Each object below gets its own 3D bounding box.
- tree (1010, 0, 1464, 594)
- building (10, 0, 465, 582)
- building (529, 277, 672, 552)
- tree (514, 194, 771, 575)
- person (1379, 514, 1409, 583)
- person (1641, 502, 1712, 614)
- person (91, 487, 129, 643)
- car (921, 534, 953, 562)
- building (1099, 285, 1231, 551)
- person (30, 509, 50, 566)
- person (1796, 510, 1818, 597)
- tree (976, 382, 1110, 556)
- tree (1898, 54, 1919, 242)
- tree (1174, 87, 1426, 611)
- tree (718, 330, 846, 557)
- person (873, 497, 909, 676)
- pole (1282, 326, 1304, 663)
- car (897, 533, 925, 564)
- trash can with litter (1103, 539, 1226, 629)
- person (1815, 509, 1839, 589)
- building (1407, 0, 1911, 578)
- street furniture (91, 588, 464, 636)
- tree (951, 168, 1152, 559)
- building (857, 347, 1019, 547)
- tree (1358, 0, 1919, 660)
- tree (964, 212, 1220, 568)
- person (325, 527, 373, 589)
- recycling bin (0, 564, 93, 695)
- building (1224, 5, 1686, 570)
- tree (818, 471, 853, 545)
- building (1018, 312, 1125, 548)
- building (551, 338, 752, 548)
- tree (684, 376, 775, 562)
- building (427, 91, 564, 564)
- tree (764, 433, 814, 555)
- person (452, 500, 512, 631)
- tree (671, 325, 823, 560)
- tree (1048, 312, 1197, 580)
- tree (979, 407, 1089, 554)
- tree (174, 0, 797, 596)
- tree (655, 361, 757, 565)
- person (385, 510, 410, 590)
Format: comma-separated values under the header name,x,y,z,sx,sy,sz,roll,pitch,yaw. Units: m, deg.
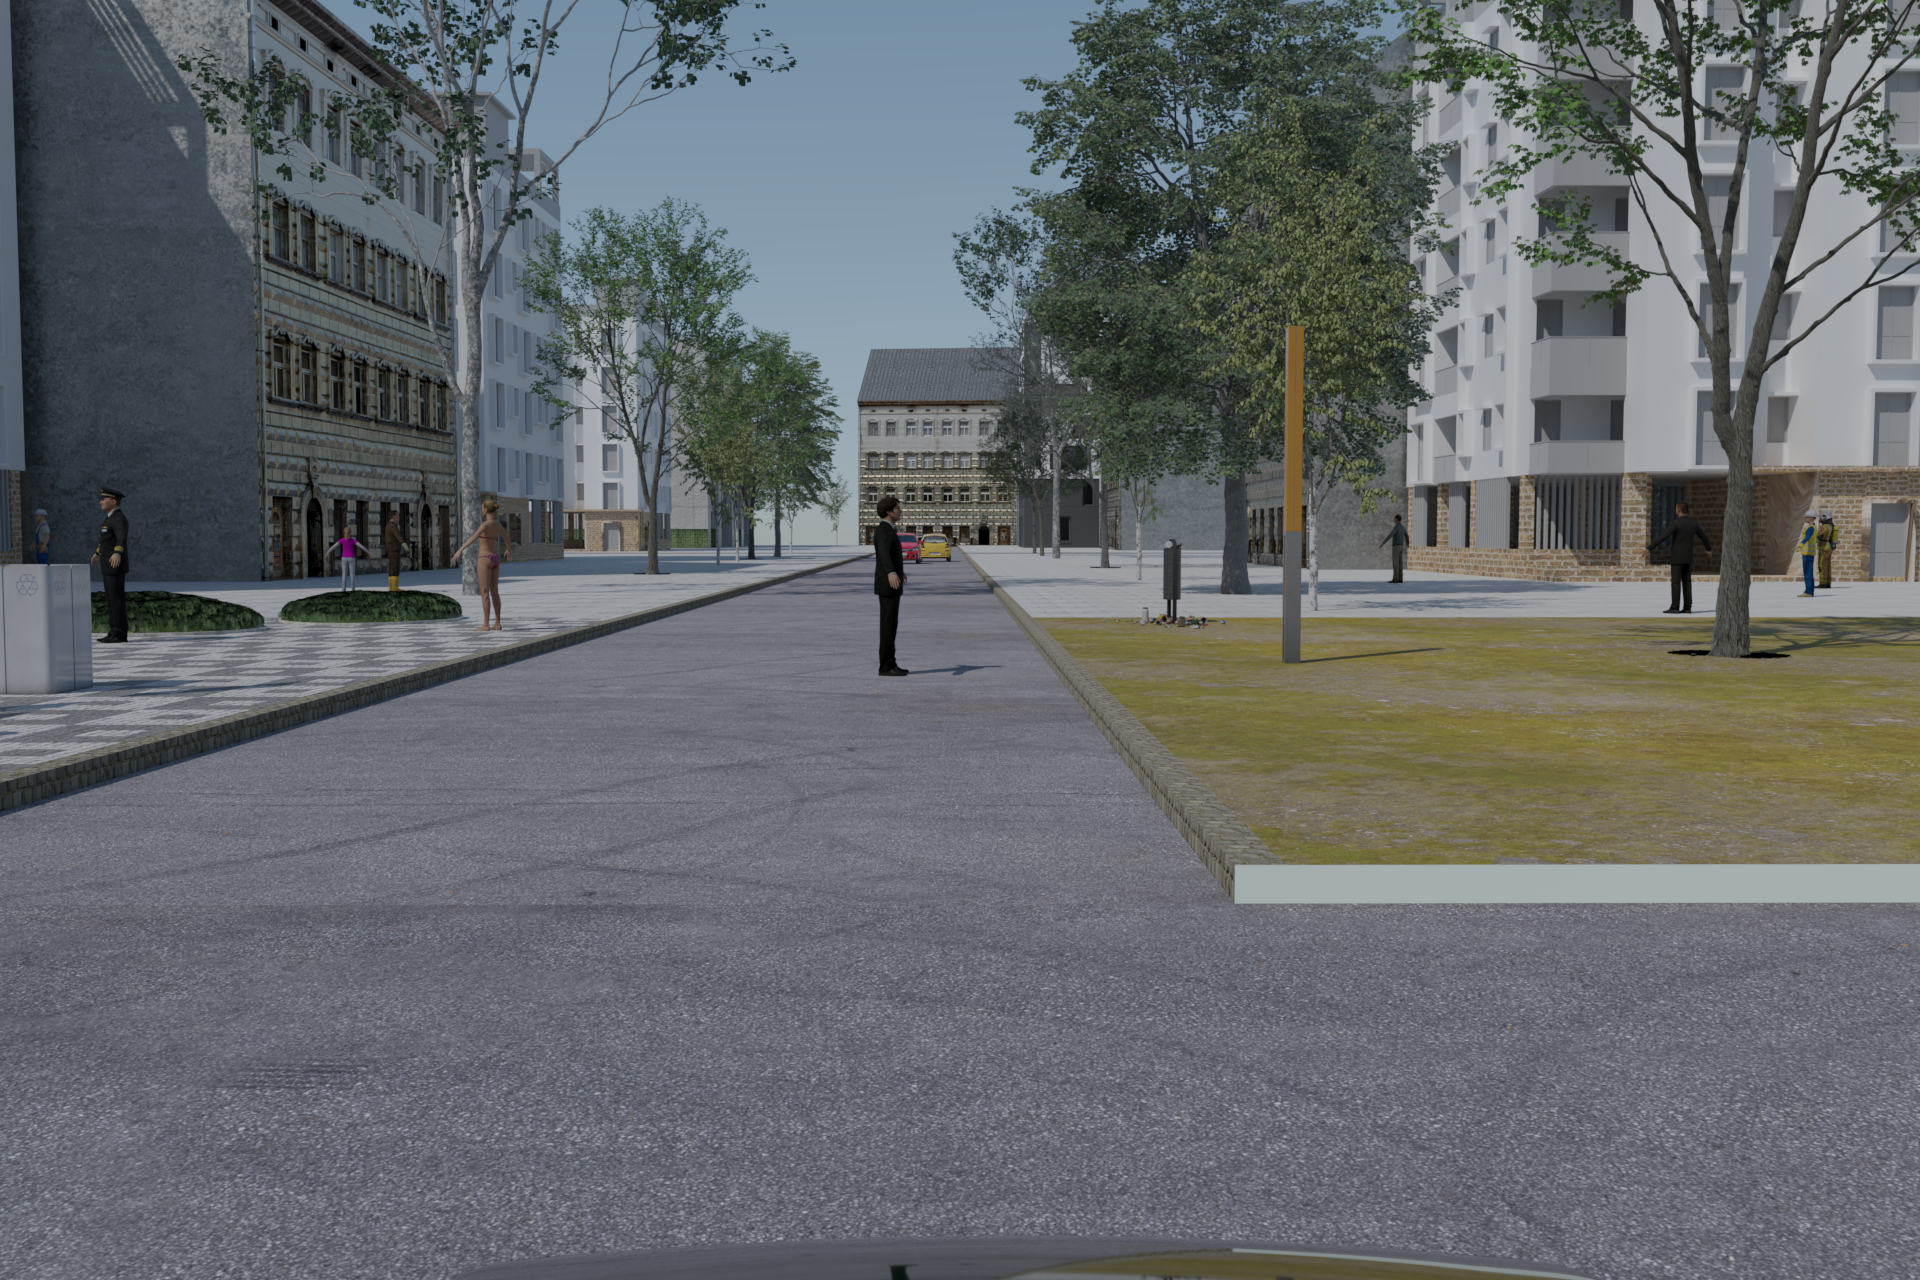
name,x,y,z,sx,sy,sz,roll,pitch,yaw
tree,5.801,-7.952,36.678,9.857,13.997,8.962,0,3,0
building,-27.948,-13.701,54.948,19.493,23.208,18.063,0,3,0
building,-28.532,-16.669,128.953,16.016,20.090,11.380,0,4,-1
tree,-9.790,-7.864,54.334,9.928,11.665,9.643,0,3,0
person,11.421,-2.387,45.300,1.348,1.796,0.705,-3,5,-44
person,11.611,-1.327,27.918,1.346,1.802,0.704,-1,4,-18
person,-10.026,-0.889,20.464,0.705,1.837,1.347,-2,4,-35
car,-1.333,-4.895,90.249,2.015,1.641,3.980,0,4,-2
building,21.653,-19.097,143.163,19.493,23.208,18.063,0,4,0
person,-20.698,-2.028,39.009,0.705,1.847,1.347,-3,4,-38
person,17.178,-1.759,35.221,0.721,1.772,1.216,2,4,35
tree,4.878,-10.188,100.982,8.767,10.594,7.601,1,4,10
tree,17.776,-6.061,24.854,9.928,11.665,9.643,0,3,0
tree,5.772,-4.779,28.494,4.737,8.622,4.395,0,3,0
tree,-10.134,-10.947,97.109,7.486,12.596,7.792,0,3,0
person,-0.689,-0.547,17.582,0.705,1.806,1.347,0,4,2
pole,3.295,-1.425,17.141,0.158,3.312,0.155,0,3,0
car,-2.790,-4.591,84.100,2.155,1.783,4.494,0,4,0
trash can with litter,2.954,-0.821,24.486,1.678,1.210,2.233,0,4,-2
person,20.324,-2.139,40.735,1.354,1.858,0.705,-3,4,-39
building,20.754,-12.369,58.652,16.016,20.090,11.380,0,3,0
street furniture,-12.573,-0.552,24.649,10.072,0.657,5.734,0,4,4
tree,6.207,-14.263,89.082,12.611,20.169,13.585,0,3,0
building,-1.461,-22.624,203.293,18.063,23.208,19.493,0,4,7
tree,8.028,-5.622,17.683,9.928,11.665,9.643,0,3,0
tree,5.335,-9.437,64.667,12.009,13.543,11.850,0,3,0
person,-13.021,-1.691,36.910,0.991,1.433,0.599,-1,4,-9
recycling bin,-7.610,-0.098,14.149,0.722,1.027,0.722,0,4,-1
building,21.749,-14.650,70.458,19.493,23.208,18.063,0,3,0
tree,-14.592,-15.375,201.747,4.737,8.622,4.395,0,3,0
building,19.790,-20.309,176.021,27.936,21.610,32.646,0,4,0
building,-31.047,-18.694,172.104,16.747,18.905,31.486,0,4,1
tree,-10.423,-7.931,80.028,4.737,8.622,4.395,0,3,0
building,-25.061,-13.397,75.460,16.016,20.090,11.380,0,4,-1
tree,-10.516,-9.656,108.245,4.360,8.622,3.978,0,3,0
person,-6.311,-0.990,22.985,0.721,1.733,1.217,1,4,21
tree,-10.701,-9.890,87.457,9.928,11.665,9.643,0,3,0
tree,5.173,-5.966,47.913,4.360,8.622,3.978,0,3,0
tree,5.040,-10.916,112.886,8.767,10.594,7.601,2,4,26
tree,-9.893,-11.080,37.053,12.611,20.169,13.585,0,3,0
tree,-10.189,-7.406,71.444,4.737,8.622,4.395,0,3,0
person,-12.442,-1.960,38.176,0.704,1.812,1.346,-2,4,-34
